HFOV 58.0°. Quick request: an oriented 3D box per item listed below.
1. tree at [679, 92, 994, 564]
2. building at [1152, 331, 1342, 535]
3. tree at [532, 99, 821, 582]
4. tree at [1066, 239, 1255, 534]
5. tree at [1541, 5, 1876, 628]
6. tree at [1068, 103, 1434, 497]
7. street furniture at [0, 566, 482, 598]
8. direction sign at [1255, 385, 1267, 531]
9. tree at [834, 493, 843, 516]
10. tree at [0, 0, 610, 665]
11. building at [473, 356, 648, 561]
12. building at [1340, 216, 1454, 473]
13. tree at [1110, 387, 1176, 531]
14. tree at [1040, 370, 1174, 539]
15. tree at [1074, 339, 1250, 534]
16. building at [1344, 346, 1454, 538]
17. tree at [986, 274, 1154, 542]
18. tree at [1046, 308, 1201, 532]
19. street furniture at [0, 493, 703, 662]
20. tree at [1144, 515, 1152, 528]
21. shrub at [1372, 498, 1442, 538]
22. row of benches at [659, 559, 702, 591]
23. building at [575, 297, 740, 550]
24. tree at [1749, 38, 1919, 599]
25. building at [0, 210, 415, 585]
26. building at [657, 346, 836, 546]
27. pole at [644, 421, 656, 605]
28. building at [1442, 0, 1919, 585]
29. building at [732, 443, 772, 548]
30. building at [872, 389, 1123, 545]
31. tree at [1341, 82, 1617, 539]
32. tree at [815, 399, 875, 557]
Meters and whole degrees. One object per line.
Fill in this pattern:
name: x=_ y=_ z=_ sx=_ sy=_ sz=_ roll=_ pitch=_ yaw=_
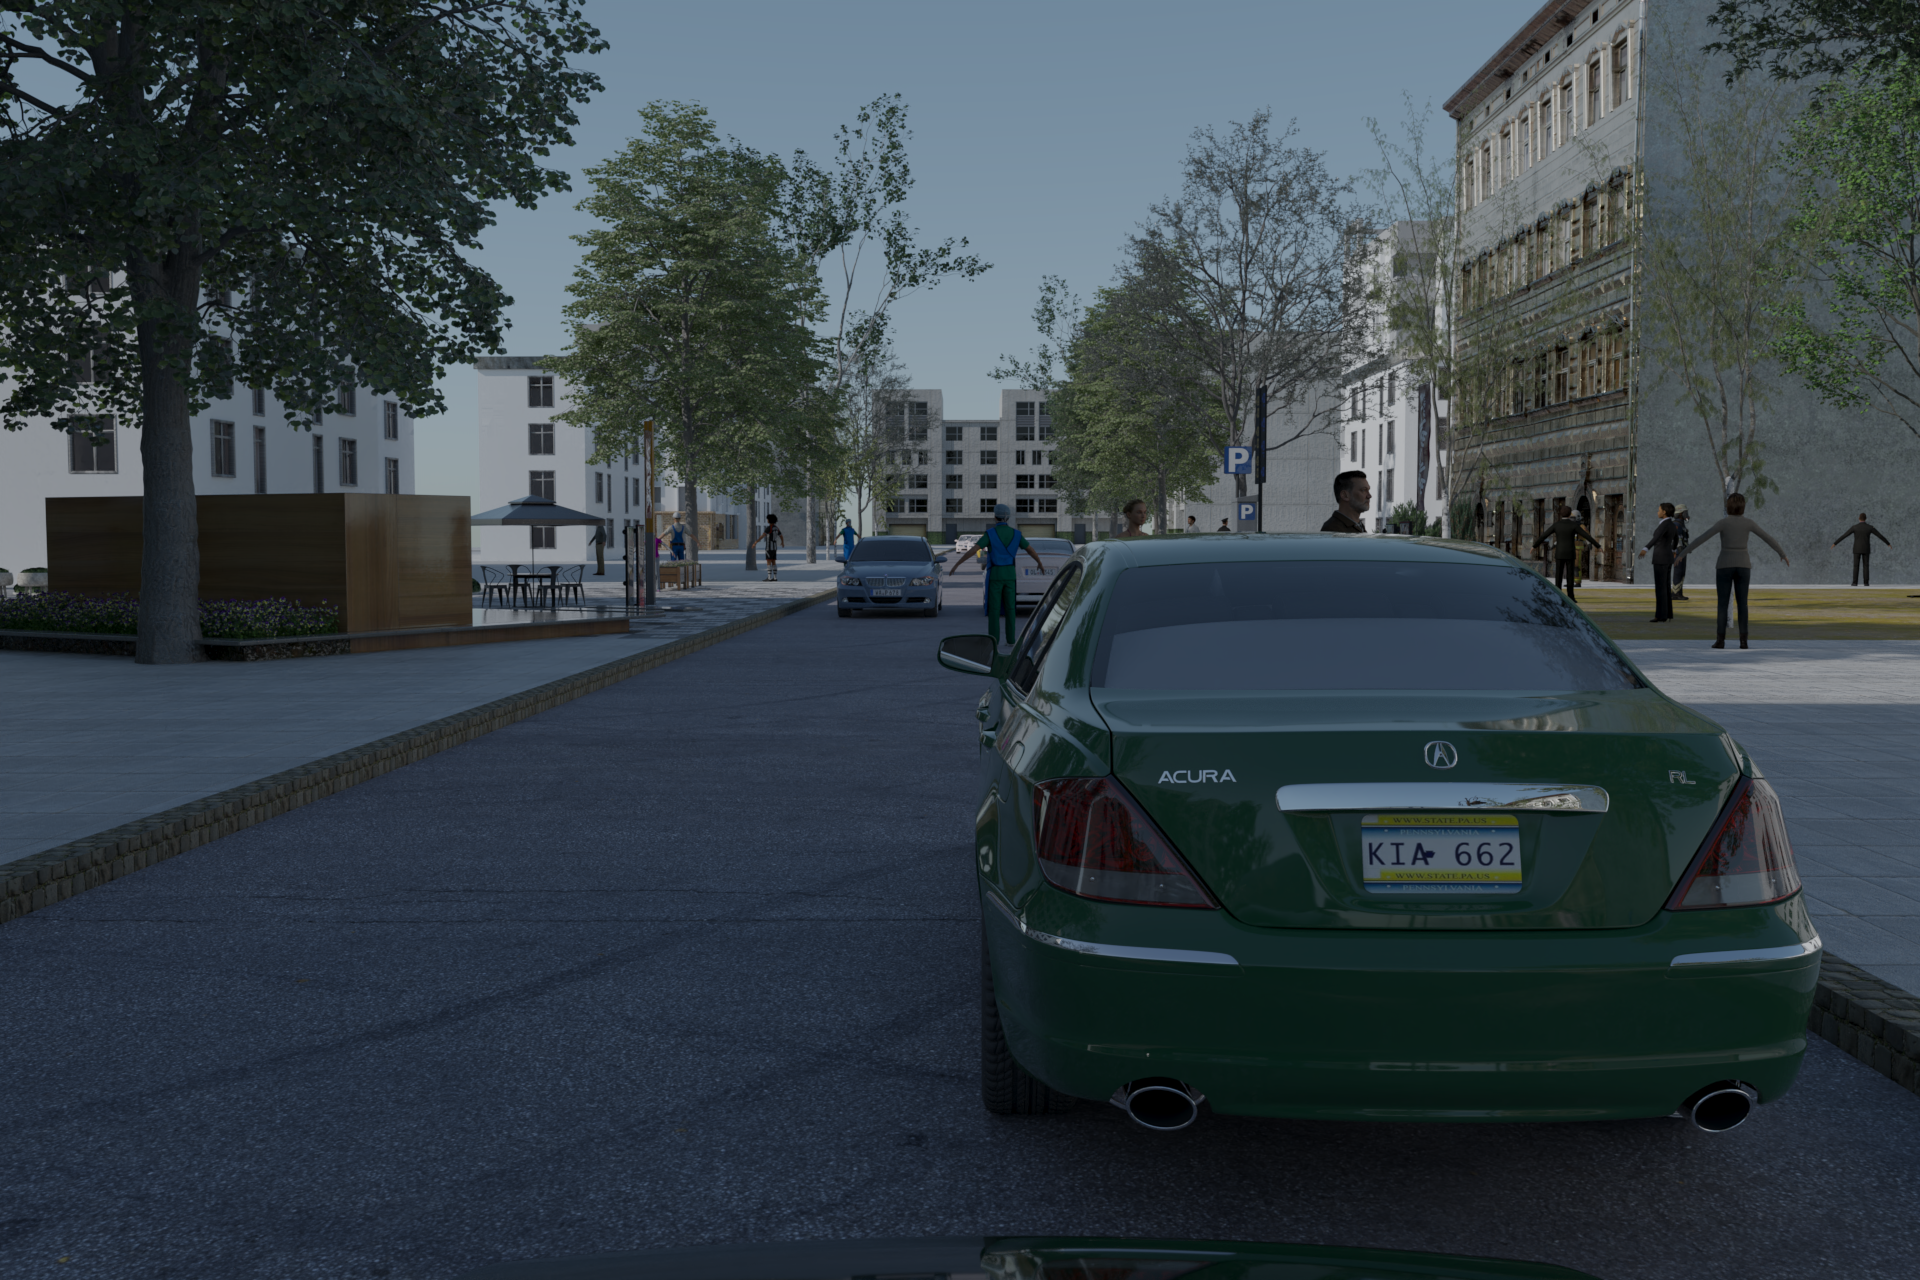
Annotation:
tree: x=-5.174 y=-13.332 z=73.863 sx=12.611 sy=20.169 sz=13.585 roll=0 pitch=3 yaw=0
building: x=27.525 y=-17.944 z=159.842 sx=16.747 sy=18.905 sz=31.486 roll=0 pitch=4 yaw=1
tree: x=-7.503 y=-7.838 z=46.284 sx=7.486 sy=12.596 sz=7.792 roll=0 pitch=3 yaw=0
tree: x=7.700 y=-9.107 z=67.019 sx=7.486 sy=12.596 sz=7.792 roll=0 pitch=3 yaw=0
tree: x=10.770 y=-4.477 z=23.554 sx=4.360 sy=8.622 sz=3.978 roll=0 pitch=3 yaw=0
tree: x=8.267 y=-8.569 z=50.466 sx=12.009 sy=13.543 sz=11.850 roll=0 pitch=3 yaw=0
street furniture: x=-15.505 y=-1.260 z=36.234 sx=10.072 sy=0.657 sz=5.734 roll=1 pitch=4 yaw=9
direction sign: x=4.642 y=-2.127 z=26.776 sx=0.379 sy=3.537 sz=0.876 roll=0 pitch=4 yaw=0
tree: x=-17.819 y=-17.031 z=212.871 sx=7.601 sy=10.594 sz=8.767 roll=-1 pitch=4 yaw=-9
tree: x=-8.027 y=-6.745 z=16.940 sx=9.857 sy=13.997 sz=8.962 roll=0 pitch=3 yaw=0
building: x=-21.803 y=-9.406 z=95.934 sx=9.099 sy=9.664 sz=28.070 roll=0 pitch=4 yaw=1
building: x=28.449 y=-15.187 z=104.722 sx=16.016 sy=20.090 sz=11.380 roll=0 pitch=4 yaw=2
tree: x=8.901 y=-8.281 z=85.763 sx=4.360 sy=8.622 sz=3.978 roll=0 pitch=3 yaw=0
tree: x=9.753 y=-12.354 z=108.637 sx=9.857 sy=13.997 sz=8.962 roll=0 pitch=3 yaw=0
tree: x=9.001 y=-8.774 z=77.865 sx=8.767 sy=10.594 sz=7.601 roll=1 pitch=4 yaw=15
building: x=24.300 y=-8.270 z=77.357 sx=9.099 sy=9.664 sz=28.070 roll=0 pitch=4 yaw=2
tree: x=8.776 y=-16.607 z=127.413 sx=12.611 sy=20.169 sz=13.585 roll=0 pitch=3 yaw=0
tree: x=9.218 y=-11.518 z=94.982 sx=9.857 sy=13.997 sz=8.962 roll=0 pitch=3 yaw=0
street furniture: x=-9.499 y=-0.902 z=21.606 sx=9.812 sy=1.723 sz=11.010 roll=2 pitch=4 yaw=28
tree: x=25.082 y=-17.921 z=211.132 sx=7.486 sy=12.596 sz=7.792 roll=0 pitch=3 yaw=0
shrub: x=9.768 y=-2.067 z=37.840 sx=1.661 sy=2.075 sz=1.752 roll=0 pitch=3 yaw=0
row of benches: x=-6.680 y=-1.571 z=41.151 sx=1.422 sy=0.672 sz=4.104 roll=0 pitch=4 yaw=-1
building: x=-24.726 y=-17.309 z=139.429 sx=16.016 sy=20.090 sz=11.380 roll=0 pitch=4 yaw=2
tree: x=19.753 y=-6.648 z=34.455 sx=9.928 sy=11.665 sz=9.643 roll=0 pitch=3 yaw=0
building: x=-23.622 y=-7.047 z=57.374 sx=9.099 sy=9.664 sz=28.070 roll=0 pitch=4 yaw=2
building: x=-24.005 y=-22.151 z=193.104 sx=19.493 sy=23.208 sz=18.063 roll=0 pitch=4 yaw=1
pole: x=-5.609 y=-2.292 z=31.313 sx=0.158 sy=3.312 sz=0.155 roll=0 pitch=3 yaw=0
building: x=26.492 y=-13.522 z=52.018 sx=19.493 sy=23.208 sz=18.063 roll=0 pitch=4 yaw=2
building: x=-22.709 y=-13.805 z=167.857 sx=9.099 sy=9.664 sz=28.070 roll=0 pitch=4 yaw=1
building: x=5.111 y=-21.347 z=217.940 sx=31.486 sy=18.905 sz=16.747 roll=0 pitch=4 yaw=0
tree: x=8.085 y=-4.819 z=29.155 sx=4.360 sy=8.622 sz=3.978 roll=0 pitch=3 yaw=0
tree: x=-6.924 y=-8.829 z=94.708 sx=4.360 sy=8.622 sz=3.978 roll=0 pitch=3 yaw=0
